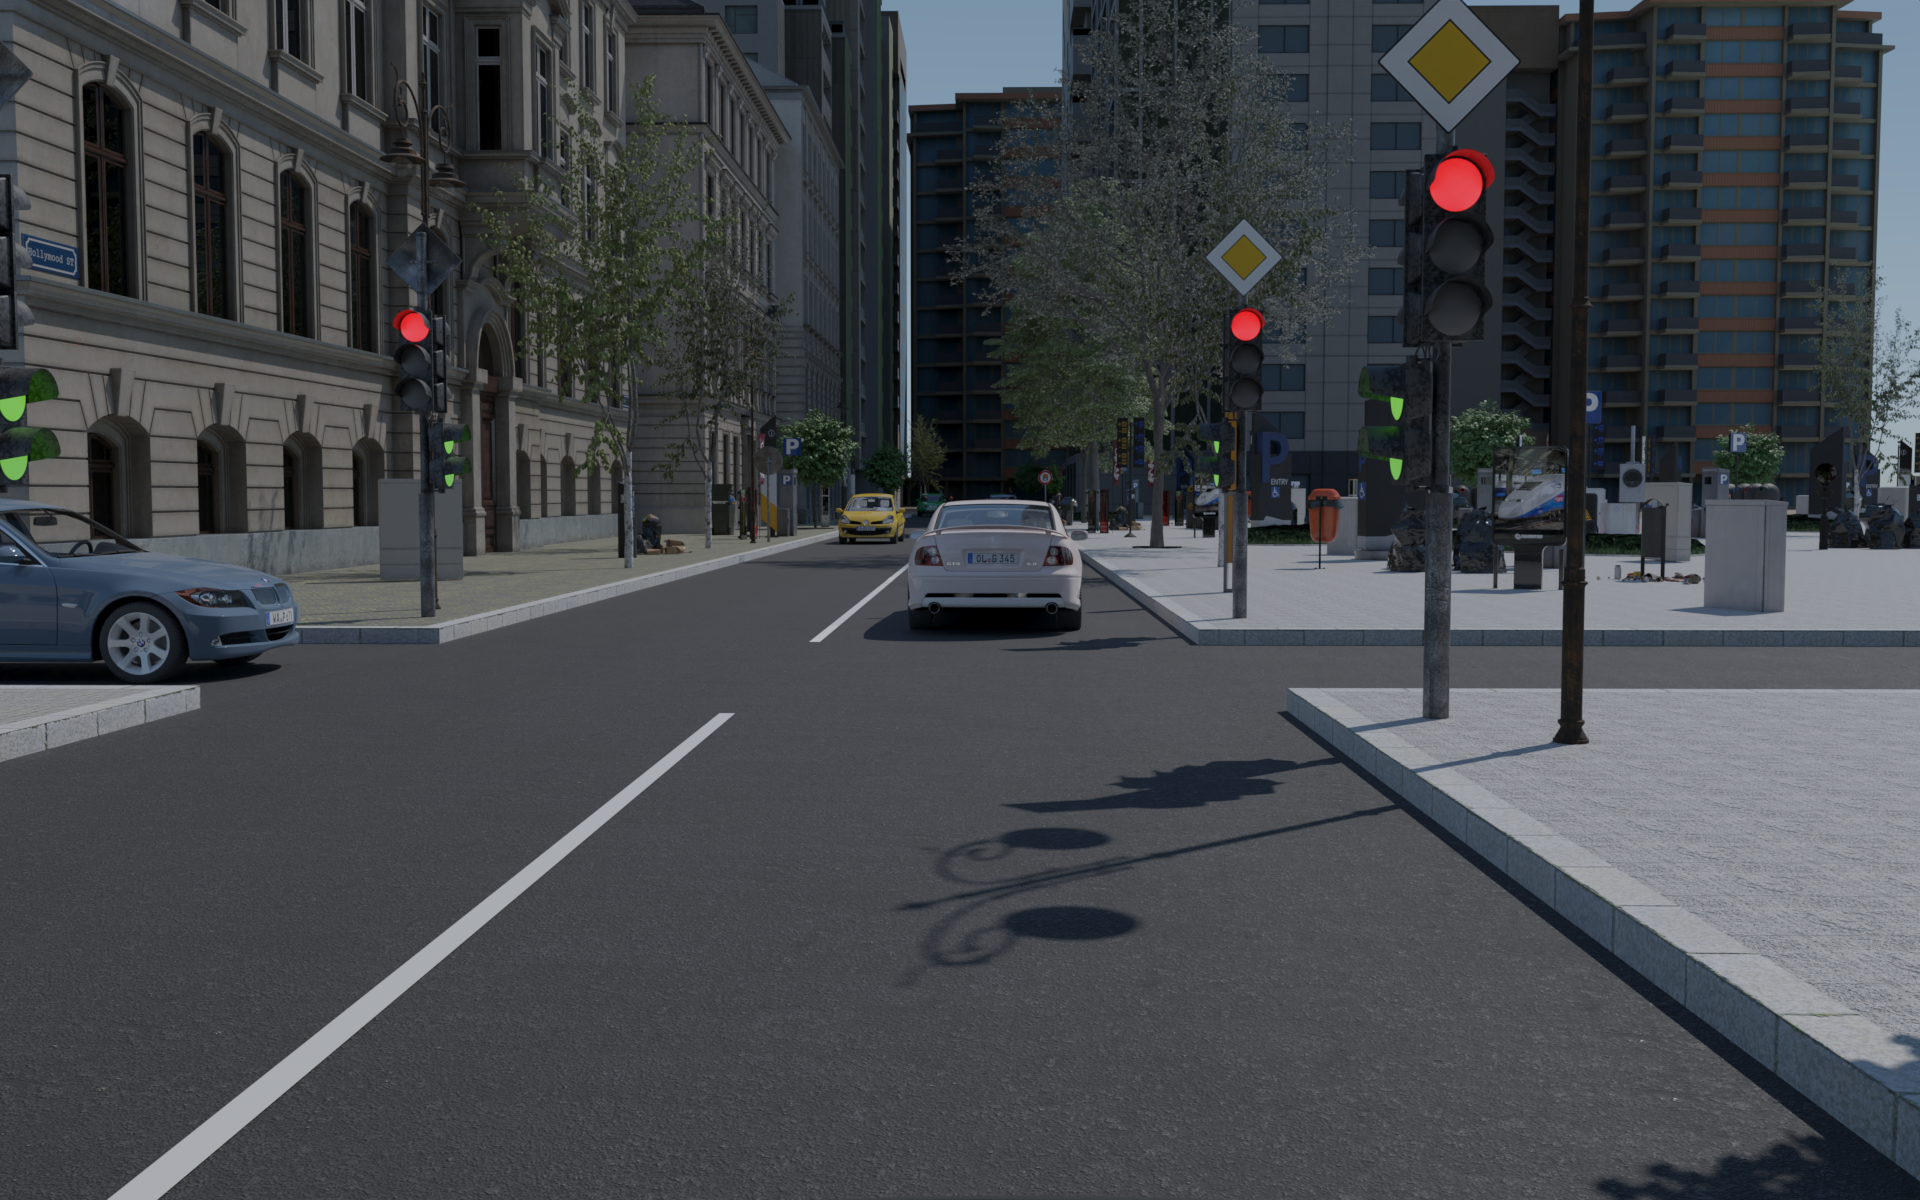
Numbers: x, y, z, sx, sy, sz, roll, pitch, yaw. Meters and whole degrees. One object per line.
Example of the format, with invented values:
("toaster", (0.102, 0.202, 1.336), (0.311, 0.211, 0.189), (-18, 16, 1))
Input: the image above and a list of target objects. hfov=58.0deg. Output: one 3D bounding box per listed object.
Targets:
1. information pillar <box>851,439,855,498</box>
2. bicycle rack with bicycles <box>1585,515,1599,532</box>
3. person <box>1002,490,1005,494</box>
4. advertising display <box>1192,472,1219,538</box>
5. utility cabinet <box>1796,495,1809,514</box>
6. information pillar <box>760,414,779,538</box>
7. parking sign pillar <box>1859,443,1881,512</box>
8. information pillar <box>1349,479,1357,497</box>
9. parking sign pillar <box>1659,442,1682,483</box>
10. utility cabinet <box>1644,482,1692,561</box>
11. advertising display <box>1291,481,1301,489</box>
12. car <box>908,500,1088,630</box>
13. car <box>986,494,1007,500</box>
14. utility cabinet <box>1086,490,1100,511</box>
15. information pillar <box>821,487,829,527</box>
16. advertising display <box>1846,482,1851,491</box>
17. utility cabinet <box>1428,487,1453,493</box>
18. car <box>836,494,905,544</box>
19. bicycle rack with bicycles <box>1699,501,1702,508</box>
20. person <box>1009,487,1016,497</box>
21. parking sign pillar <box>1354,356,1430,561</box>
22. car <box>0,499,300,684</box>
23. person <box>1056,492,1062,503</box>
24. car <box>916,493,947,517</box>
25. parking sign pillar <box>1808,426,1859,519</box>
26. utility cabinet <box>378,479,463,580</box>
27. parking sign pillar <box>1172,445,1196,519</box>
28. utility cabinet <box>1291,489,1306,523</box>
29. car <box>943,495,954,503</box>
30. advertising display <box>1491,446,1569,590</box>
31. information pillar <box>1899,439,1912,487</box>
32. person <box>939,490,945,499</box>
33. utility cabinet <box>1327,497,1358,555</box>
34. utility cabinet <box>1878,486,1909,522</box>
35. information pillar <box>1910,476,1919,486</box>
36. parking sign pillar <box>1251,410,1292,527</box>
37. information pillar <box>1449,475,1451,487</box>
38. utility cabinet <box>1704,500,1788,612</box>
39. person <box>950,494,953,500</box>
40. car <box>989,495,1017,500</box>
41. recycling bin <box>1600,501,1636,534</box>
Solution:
("information pillar", (-4.552, -5.034, 73.661), (0.183, 3.616, 0.504), (0, 4, 8))
("bicycle rack with bicycles", (14.976, -1.902, 44.482), (2.925, 0.926, 2.852), (0, 4, -5))
("person", (4.083, -9.318, 160.864), (0.705, 1.822, 1.348), (-1, 4, -16))
("advertising display", (7.342, -2.804, 51.062), (0.974, 1.923, 0.123), (-1, 4, -8))
("utility cabinet", (40.452, -4.375, 82.700), (0.306, 1.237, 1.020), (-2, 4, -29))
("information pillar", (-5.617, -3.643, 50.920), (0.504, 3.616, 0.183), (-2, 4, -27))
("parking sign pillar", (45.096, -5.976, 86.178), (1.447, 3.967, 1.447), (-1, 4, -14))
("information pillar", (19.519, -4.989, 86.057), (0.304, 2.012, 0.304), (-3, 5, -43))
("parking sign pillar", (37.259, -6.261, 90.845), (1.447, 3.967, 1.447), (-1, 4, -12))
("utility cabinet", (13.479, -1.487, 32.984), (0.318, 1.500, 1.173), (0, 4, -8))
("advertising display", (15.995, -4.801, 83.707), (0.974, 1.923, 0.123), (-1, 4, -17))
("car", (0.429, -0.449, 19.704), (2.083, 1.381, 4.827), (0, 4, 2))
("car", (2.940, -7.516, 131.675), (1.959, 1.807, 4.718), (0, 4, 0))
("utility cabinet", (6.646, -4.710, 85.689), (1.173, 1.500, 0.318), (0, 4, -4))
("information pillar", (-5.237, -3.833, 67.169), (0.304, 2.012, 0.304), (-1, 4, -13))
("advertising display", (45.776, -5.192, 90.110), (0.974, 1.923, 0.123), (1, 4, 14))
("utility cabinet", (13.571, -2.521, 49.894), (1.173, 1.500, 0.318), (3, 4, 38))
("car", (-2.579, -2.489, 50.923), (2.015, 1.641, 3.980), (0, 4, 2))
("bicycle rack with bicycles", (38.705, -4.546, 87.710), (2.852, 0.926, 2.925), (2, 4, 33))
("person", (2.791, -5.280, 94.833), (0.705, 1.822, 1.348), (2, 4, 34))
("parking sign pillar", (8.494, -2.781, 33.940), (1.447, 3.967, 1.447), (-1, 4, -11))
("car", (-7.660, -0.117, 13.917), (4.499, 1.417, 2.014), (0, 4, 2))
("person", (9.779, -10.041, 172.670), (1.348, 1.824, 0.705), (-3, 5, -43))
("car", (-1.829, -6.269, 111.294), (1.959, 1.807, 4.718), (0, 4, 1))
("parking sign pillar", (34.791, -4.951, 69.423), (1.447, 3.967, 1.447), (-3, 4, -39))
("utility cabinet", (-8.004, -1.041, 25.707), (1.173, 1.500, 0.318), (-1, 4, -20))
("parking sign pillar", (11.879, -6.268, 90.949), (1.447, 3.967, 1.447), (-2, 4, -25))
("utility cabinet", (13.756, -3.820, 71.131), (0.318, 1.500, 1.173), (3, 5, 40))
("car", (-1.463, -7.700, 138.483), (1.945, 1.354, 3.894), (0, 4, 2))
("advertising display", (7.661, -1.106, 23.301), (0.974, 1.923, 0.123), (2, 4, 27))
("information pillar", (40.349, -5.053, 73.973), (0.504, 3.616, 0.183), (1, 4, 20))
("person", (-1.545, -7.534, 132.418), (1.217, 1.736, 0.721), (3, 5, 43))
("utility cabinet", (8.303, -1.558, 36.632), (1.020, 1.237, 0.306), (2, 4, 25))
("utility cabinet", (27.360, -2.570, 50.691), (0.318, 1.500, 1.173), (-1, 4, -9))
("information pillar", (38.085, -3.949, 69.053), (0.304, 2.012, 0.304), (-1, 4, -11))
("parking sign pillar", (9.815, -4.044, 54.590), (1.447, 3.967, 1.447), (-2, 4, -30))
("information pillar", (18.546, -3.767, 66.077), (0.304, 2.012, 0.304), (0, 4, 8))
("utility cabinet", (8.730, -0.495, 19.263), (0.306, 1.237, 1.020), (-1, 4, -13))
("person", (-0.856, -9.029, 159.382), (0.557, 1.426, 1.065), (2, 4, 26))
("car", (2.126, -4.497, 85.520), (2.014, 1.417, 4.499), (0, 4, 2))
("recycling bin", (17.970, -2.126, 47.317), (0.722, 1.027, 0.722), (0, 4, 0))
